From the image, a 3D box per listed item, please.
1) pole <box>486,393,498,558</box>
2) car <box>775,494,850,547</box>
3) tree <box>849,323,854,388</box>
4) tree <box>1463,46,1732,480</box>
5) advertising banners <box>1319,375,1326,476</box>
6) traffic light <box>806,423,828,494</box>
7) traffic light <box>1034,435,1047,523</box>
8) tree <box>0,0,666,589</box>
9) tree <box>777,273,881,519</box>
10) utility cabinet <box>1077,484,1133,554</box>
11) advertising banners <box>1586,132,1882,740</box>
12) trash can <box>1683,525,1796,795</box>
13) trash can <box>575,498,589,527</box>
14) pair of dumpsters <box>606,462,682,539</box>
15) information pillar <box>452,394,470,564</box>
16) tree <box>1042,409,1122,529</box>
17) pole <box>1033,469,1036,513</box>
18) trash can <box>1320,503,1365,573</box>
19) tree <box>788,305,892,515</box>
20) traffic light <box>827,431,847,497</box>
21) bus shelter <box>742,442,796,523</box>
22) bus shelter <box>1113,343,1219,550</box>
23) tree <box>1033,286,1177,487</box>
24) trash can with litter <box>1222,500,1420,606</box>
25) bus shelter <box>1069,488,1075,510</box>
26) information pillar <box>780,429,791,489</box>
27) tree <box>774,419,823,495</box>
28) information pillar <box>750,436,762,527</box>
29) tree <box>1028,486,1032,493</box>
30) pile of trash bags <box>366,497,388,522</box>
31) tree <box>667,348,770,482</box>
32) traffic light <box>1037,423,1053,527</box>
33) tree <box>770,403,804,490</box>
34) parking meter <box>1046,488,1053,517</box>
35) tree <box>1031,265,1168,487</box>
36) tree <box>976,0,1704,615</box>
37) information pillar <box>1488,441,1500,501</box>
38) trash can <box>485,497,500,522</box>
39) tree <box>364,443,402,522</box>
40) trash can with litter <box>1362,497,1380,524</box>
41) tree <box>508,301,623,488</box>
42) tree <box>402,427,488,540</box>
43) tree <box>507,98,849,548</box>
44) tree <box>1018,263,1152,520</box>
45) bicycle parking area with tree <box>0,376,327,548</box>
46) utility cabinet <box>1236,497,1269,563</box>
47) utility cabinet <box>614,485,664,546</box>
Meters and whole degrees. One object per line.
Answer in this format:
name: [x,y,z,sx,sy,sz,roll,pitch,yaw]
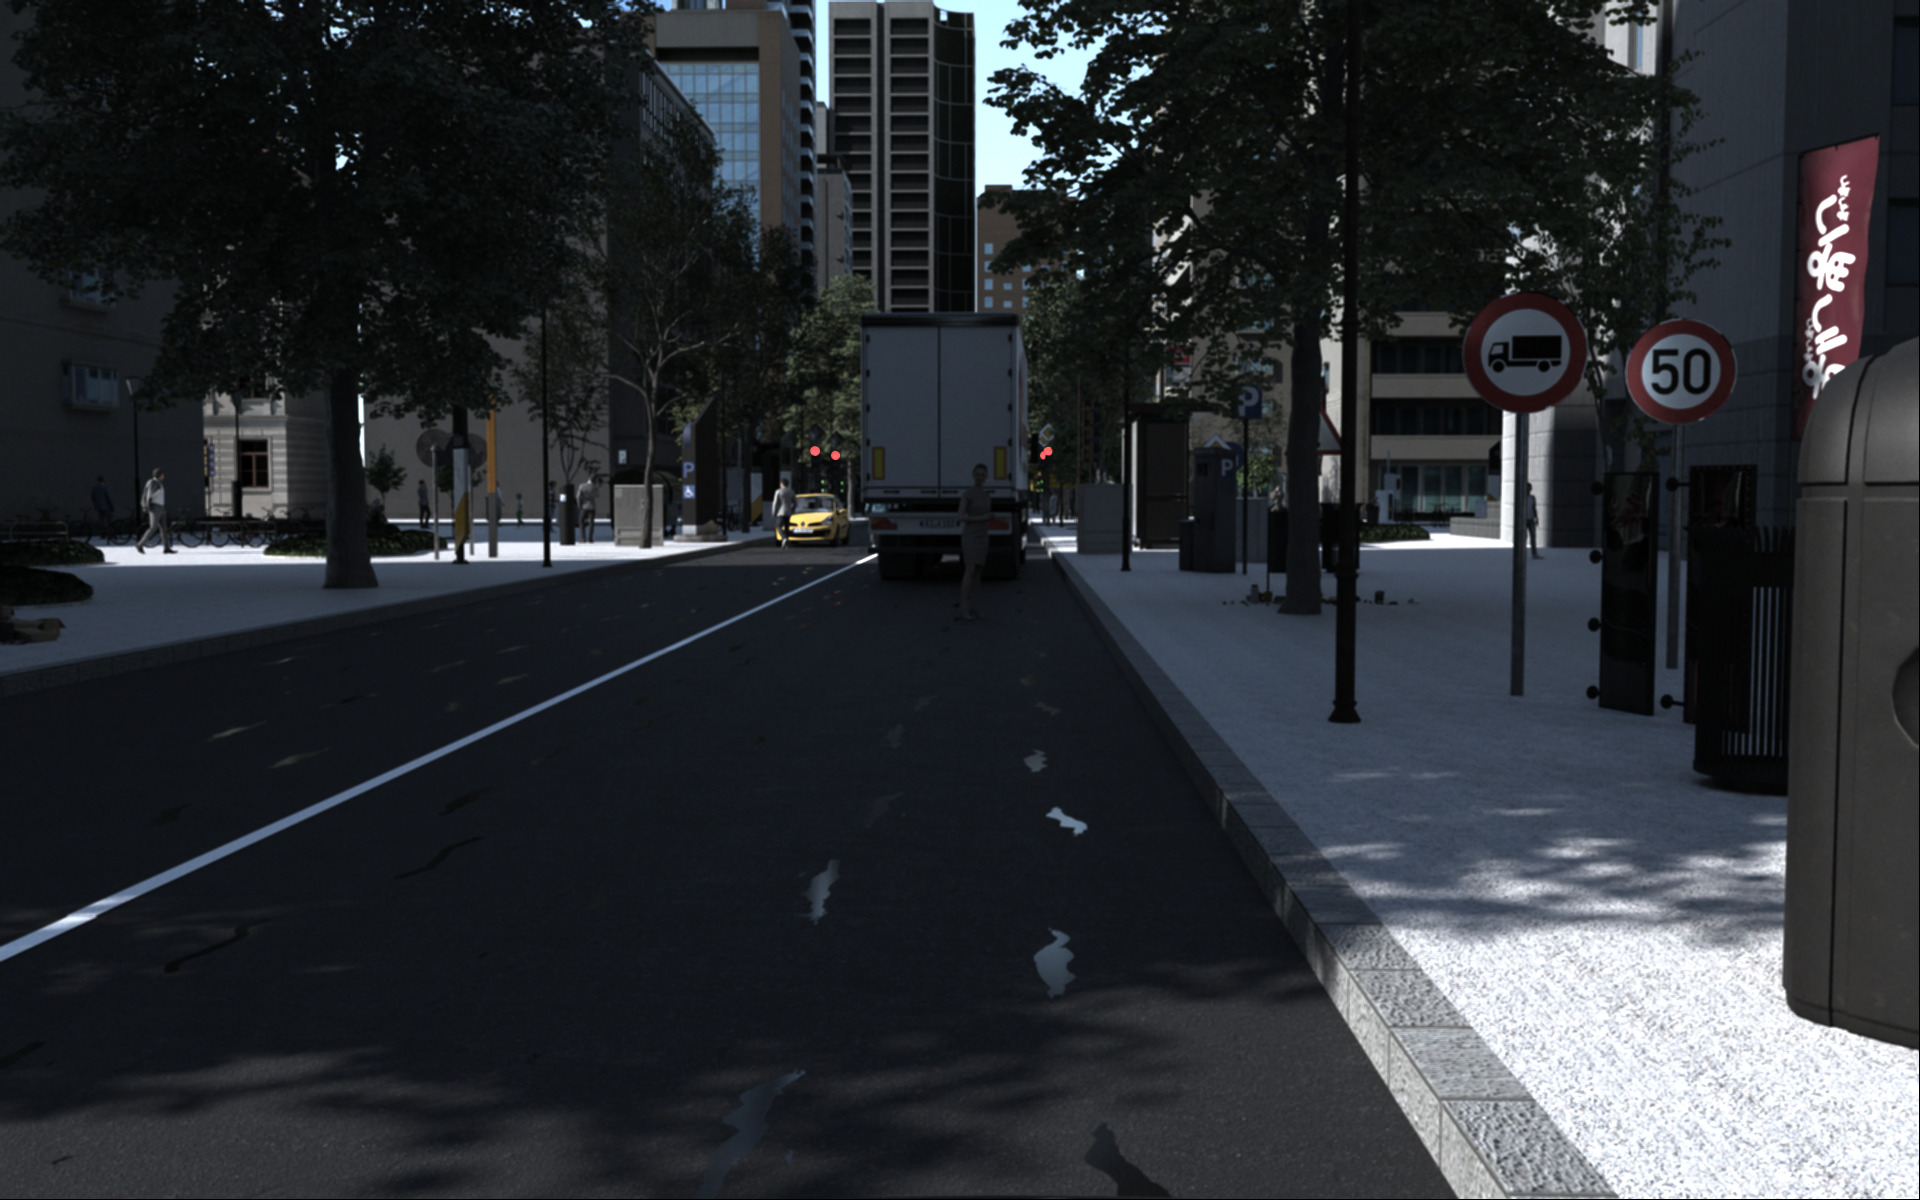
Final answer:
pole: [-9.447,-2.515,34.962,0.158,3.312,0.155,0,3,0]
car: [-4.081,-2.318,48.131,2.015,1.641,3.980,0,4,3]
tree: [-7.207,-7.483,56.757,8.767,10.594,7.601,1,4,13]
tree: [10.277,-4.728,27.657,4.737,8.622,4.395,0,3,0]
advertising banners: [5.378,-1.858,26.571,0.090,3.025,2.074,0,4,1]
traffic light: [-5.686,-4.876,68.644,0.839,4.253,0.868,0,4,2]
traffic light: [3.702,-5.349,76.378,0.839,4.253,0.868,0,4,2]
tree: [-8.355,-7.133,23.275,9.857,13.997,8.962,0,3,0]
tree: [-6.044,-10.484,89.546,7.486,12.596,7.792,0,3,0]
utility cabinet: [3.090,-1.731,36.977,1.173,1.500,0.318,-1,4,-22]
advertising banners: [4.138,-0.810,9.434,0.090,3.025,2.074,-1,4,-17]
trash can: [3.544,0.250,7.560,0.748,1.137,0.748,0,3,0]
trash can: [-14.659,-3.378,66.879,0.748,1.137,0.748,0,3,0]
pair of dumpsters: [-9.259,-2.963,50.936,1.574,2.255,4.437,0,4,1]
information pillar: [-9.148,-2.469,31.725,0.183,3.616,0.504,-3,5,-39]
tree: [4.558,-4.883,63.543,4.285,4.588,4.351,0,3,0]
pole: [4.942,-7.411,115.014,0.158,3.312,0.155,0,3,0]
trash can: [6.216,-1.016,28.270,0.748,1.137,0.748,0,3,0]
tree: [-5.567,-11.461,104.398,9.611,12.733,9.660,0,3,0]
traffic light: [-5.456,-5.364,76.626,0.839,4.253,0.868,0,4,2]
bus shelter: [-8.869,-5.477,80.825,1.731,3.624,6.357,0,4,2]
bus shelter: [5.063,-4.055,43.936,2.179,5.291,8.768,0,4,2]
tree: [4.874,-6.602,58.301,4.737,8.622,4.395,0,3,0]
trash can with litter: [4.275,-0.572,20.402,2.233,1.210,1.678,1,4,14]
bus shelter: [8.074,-8.285,113.089,2.179,5.291,8.768,0,4,2]
information pillar: [-6.294,-4.355,62.554,0.183,3.616,0.504,3,5,41]
tree: [-12.280,-11.254,134.372,4.360,8.622,3.978,0,3,0]
information pillar: [-8.011,-4.693,68.085,0.504,3.616,0.183,-3,4,-38]
tree: [9.160,-13.474,214.905,1.663,3.219,1.824,0,3,0]
pile of trash bags: [-27.447,-4.206,78.521,3.447,1.369,1.912,3,5,45]
tree: [-12.128,-8.071,82.321,4.737,8.622,4.395,0,3,0]
traffic light: [3.472,-4.861,68.397,0.839,4.253,0.868,0,4,2]
tree: [-11.899,-10.235,117.700,4.737,8.622,4.395,0,3,0]
parking meter: [4.850,-5.457,94.939,0.399,1.863,0.255,2,4,27]
tree: [4.184,-6.268,52.848,4.360,8.622,3.978,0,3,0]
tree: [4.098,-6.124,18.256,7.486,12.596,7.792,0,3,0]
information pillar: [23.291,-5.145,75.476,0.504,3.616,0.183,0,4,-5]
trash can: [-21.351,-4.133,79.234,0.748,1.137,0.748,0,3,0]
tree: [-21.538,-4.311,65.094,1.663,3.219,1.824,0,3,0]
trash can with litter: [16.133,-3.508,68.750,1.055,1.170,0.624,1,4,18]
tree: [-14.049,-6.824,61.932,4.360,8.622,3.978,0,3,0]
tree: [-14.463,-3.337,49.163,1.663,3.219,1.824,0,3,0]
tree: [-7.097,-6.493,40.571,7.601,10.594,8.767,0,4,5]
tree: [5.330,-10.335,85.980,9.611,12.733,9.660,0,3,0]
bicycle parking area with tree: [-20.106,-3.544,44.949,9.016,4.147,8.231,1,4,17]
utility cabinet: [5.315,-1.305,32.503,0.306,1.237,1.020,-3,4,-36]
utility cabinet: [-7.871,-2.066,42.459,1.173,1.500,0.318,-1,4,-10]
